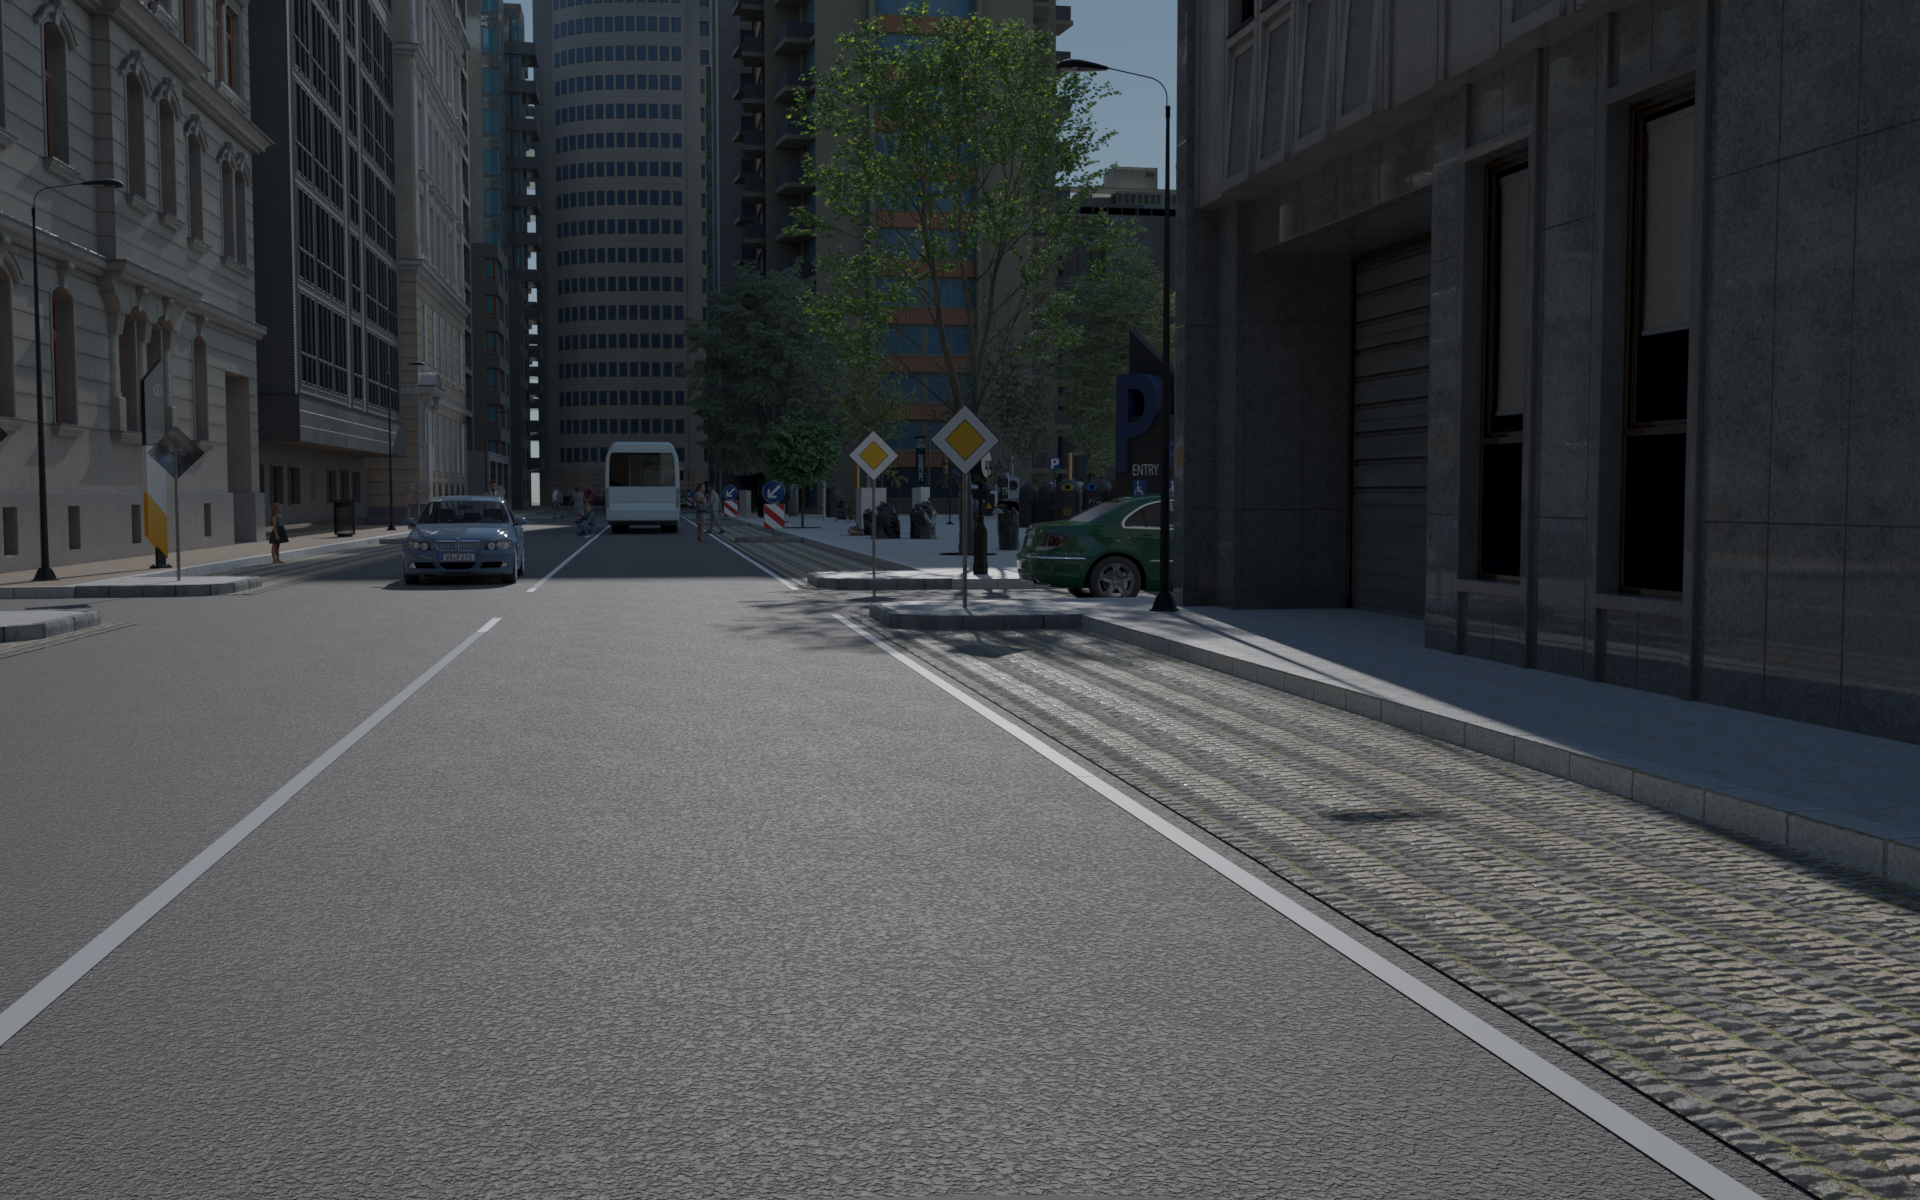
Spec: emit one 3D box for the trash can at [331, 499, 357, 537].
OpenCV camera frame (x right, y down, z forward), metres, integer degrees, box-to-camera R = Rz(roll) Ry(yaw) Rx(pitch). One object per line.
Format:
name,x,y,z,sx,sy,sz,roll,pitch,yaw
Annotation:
trash can,-18.477,-2.467,51.988,0.748,1.137,0.748,0,3,0

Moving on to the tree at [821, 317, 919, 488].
tree,-3.743,-7.413,71.562,4.737,8.622,4.395,0,3,0

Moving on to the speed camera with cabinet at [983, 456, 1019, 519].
speed camera with cabinet,2.042,-5.858,90.107,2.038,3.252,0.660,0,4,-4

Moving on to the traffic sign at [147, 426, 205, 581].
traffic sign,-11.550,-1.340,25.552,0.795,2.450,0.064,-1,4,-10

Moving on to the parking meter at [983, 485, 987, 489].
parking meter,1.338,-5.473,95.194,0.399,1.863,0.255,0,4,-5

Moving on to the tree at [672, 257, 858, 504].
tree,-10.084,-11.355,92.313,9.857,13.997,8.962,0,3,0

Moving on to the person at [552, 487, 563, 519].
person,-22.997,-5.529,99.002,0.850,1.850,0.679,3,4,39

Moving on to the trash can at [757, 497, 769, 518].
trash can,-10.686,-5.040,94.052,0.748,1.137,0.748,0,3,0

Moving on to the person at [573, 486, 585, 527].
person,-16.491,-4.075,75.483,0.716,1.782,0.532,0,4,-2

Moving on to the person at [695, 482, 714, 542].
person,-7.736,-2.651,52.210,0.532,1.782,0.716,0,4,3

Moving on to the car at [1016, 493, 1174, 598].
car,3.211,-0.692,23.117,4.920,1.459,2.131,-1,4,-8

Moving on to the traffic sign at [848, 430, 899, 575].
traffic sign,-1.365,-1.451,27.361,0.795,2.450,0.064,-1,4,-10

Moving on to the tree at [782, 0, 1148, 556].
tree,0.147,-6.754,36.179,9.928,11.665,9.643,0,3,0

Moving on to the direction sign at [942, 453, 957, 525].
direction sign,-0.425,-4.940,72.769,0.379,3.537,0.876,3,5,45

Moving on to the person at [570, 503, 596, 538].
person,-12.229,-2.602,56.535,0.738,1.151,1.012,-2,4,-29

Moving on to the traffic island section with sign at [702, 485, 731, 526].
traffic island section with sign,-10.499,-4.254,78.180,1.989,1.847,2.006,-1,4,-10

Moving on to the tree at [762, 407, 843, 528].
tree,-5.964,-4.980,65.135,4.285,4.588,4.351,0,3,0

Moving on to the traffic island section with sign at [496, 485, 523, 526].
traffic island section with sign,-20.553,-4.195,77.224,1.989,1.847,2.006,-1,4,-10

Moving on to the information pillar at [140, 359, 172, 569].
information pillar,-13.862,-2.352,29.812,0.183,3.616,0.504,1,4,14

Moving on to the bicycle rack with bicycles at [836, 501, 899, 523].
bicycle rack with bicycles,-4.116,-3.939,77.777,2.852,0.926,2.925,2,4,34

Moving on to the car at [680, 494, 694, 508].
car,-26.166,-9.504,164.183,1.959,1.807,4.718,-1,4,-10

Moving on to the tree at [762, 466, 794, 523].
tree,-8.069,-5.095,77.907,1.663,3.219,1.824,0,3,0

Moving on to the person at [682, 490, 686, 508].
person,-26.909,-9.758,167.918,0.709,1.838,0.599,2,4,34

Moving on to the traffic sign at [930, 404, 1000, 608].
traffic sign,0.052,-0.970,19.502,0.795,2.450,0.064,-1,4,-10

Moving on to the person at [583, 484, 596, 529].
person,-15.169,-3.829,71.083,0.580,1.828,0.573,1,4,11

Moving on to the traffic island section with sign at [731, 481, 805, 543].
traffic island section with sign,-5.710,-2.631,51.652,1.989,1.847,2.006,-1,4,-10

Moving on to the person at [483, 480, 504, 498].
person,-11.945,-2.178,44.377,0.678,1.792,0.850,-1,4,-18

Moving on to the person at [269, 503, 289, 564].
person,-13.959,-1.366,35.498,0.373,1.253,0.362,1,4,9

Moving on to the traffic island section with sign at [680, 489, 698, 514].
traffic island section with sign,-19.439,-7.285,127.736,1.989,1.847,2.006,-1,4,-10

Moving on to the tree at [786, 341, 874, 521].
tree,-6.308,-8.113,83.007,4.360,8.622,3.978,0,3,0

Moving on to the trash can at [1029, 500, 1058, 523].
trash can,2.084,-1.934,43.281,0.748,1.137,0.748,0,3,0

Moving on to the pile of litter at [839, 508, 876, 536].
pile of litter,-2.965,-2.429,53.675,1.719,0.858,1.176,-1,4,-19

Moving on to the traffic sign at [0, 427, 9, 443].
traffic sign,-10.132,-0.859,17.693,0.795,2.450,0.064,-1,4,-10

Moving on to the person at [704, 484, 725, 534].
person,-8.830,-3.266,62.175,0.850,1.792,0.678,1,4,11

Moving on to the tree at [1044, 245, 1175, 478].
tree,7.587,-9.829,78.833,7.486,12.596,7.792,0,3,0

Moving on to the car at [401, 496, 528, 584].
car,-8.279,-1.046,29.111,2.014,1.417,4.499,-1,4,-12

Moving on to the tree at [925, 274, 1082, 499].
tree,1.787,-6.655,59.171,4.360,8.622,3.978,0,3,0

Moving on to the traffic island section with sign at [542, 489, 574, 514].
traffic island section with sign,-29.414,-7.202,126.377,1.989,1.847,2.006,-1,4,-10

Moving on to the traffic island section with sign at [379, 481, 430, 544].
traffic island section with sign,-15.688,-2.544,50.228,1.989,1.847,2.006,-1,4,-10

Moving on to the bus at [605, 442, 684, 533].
bus,-12.245,-4.449,67.598,2.948,3.499,13.247,-1,4,-9

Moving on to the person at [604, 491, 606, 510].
person,-31.059,-8.745,152.270,0.721,1.735,1.217,-2,4,-29
